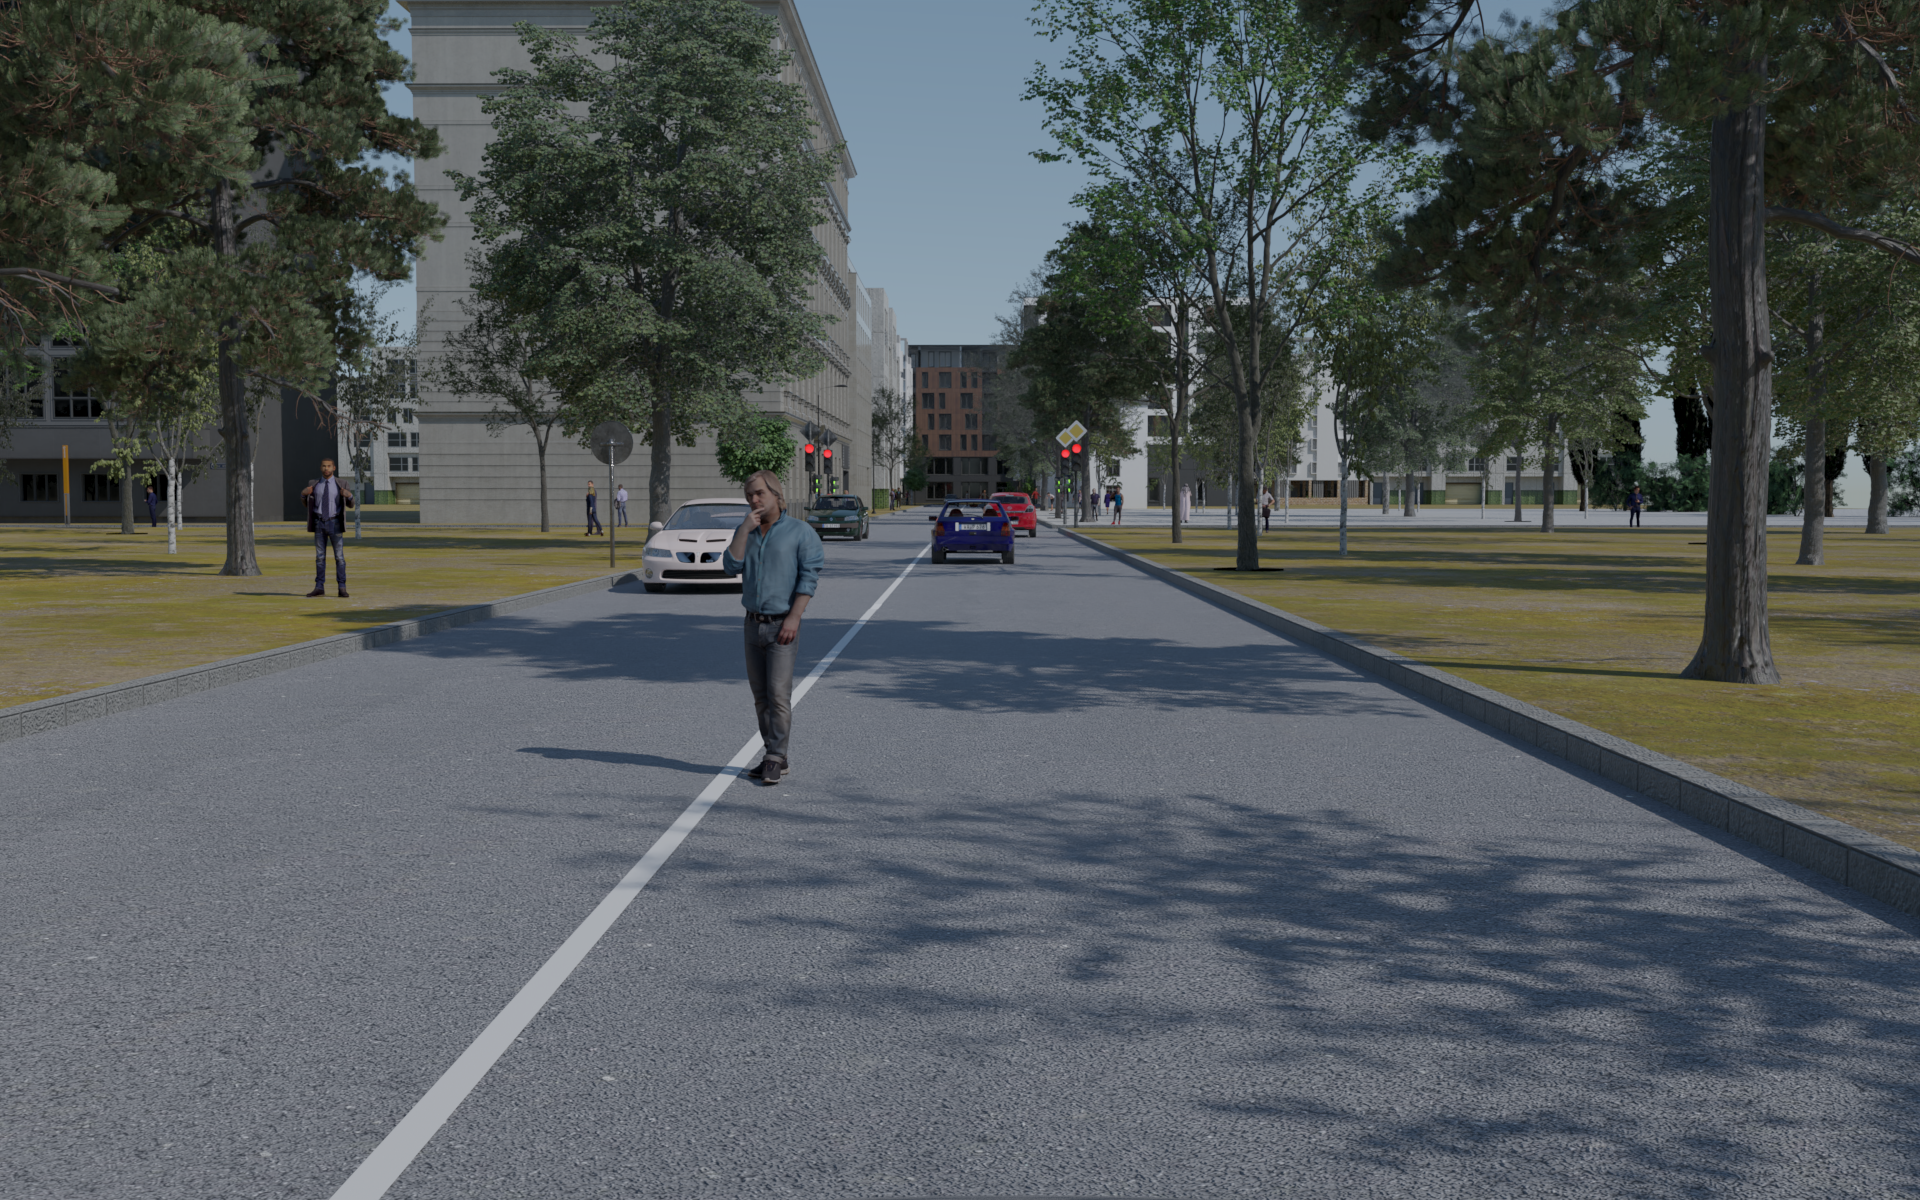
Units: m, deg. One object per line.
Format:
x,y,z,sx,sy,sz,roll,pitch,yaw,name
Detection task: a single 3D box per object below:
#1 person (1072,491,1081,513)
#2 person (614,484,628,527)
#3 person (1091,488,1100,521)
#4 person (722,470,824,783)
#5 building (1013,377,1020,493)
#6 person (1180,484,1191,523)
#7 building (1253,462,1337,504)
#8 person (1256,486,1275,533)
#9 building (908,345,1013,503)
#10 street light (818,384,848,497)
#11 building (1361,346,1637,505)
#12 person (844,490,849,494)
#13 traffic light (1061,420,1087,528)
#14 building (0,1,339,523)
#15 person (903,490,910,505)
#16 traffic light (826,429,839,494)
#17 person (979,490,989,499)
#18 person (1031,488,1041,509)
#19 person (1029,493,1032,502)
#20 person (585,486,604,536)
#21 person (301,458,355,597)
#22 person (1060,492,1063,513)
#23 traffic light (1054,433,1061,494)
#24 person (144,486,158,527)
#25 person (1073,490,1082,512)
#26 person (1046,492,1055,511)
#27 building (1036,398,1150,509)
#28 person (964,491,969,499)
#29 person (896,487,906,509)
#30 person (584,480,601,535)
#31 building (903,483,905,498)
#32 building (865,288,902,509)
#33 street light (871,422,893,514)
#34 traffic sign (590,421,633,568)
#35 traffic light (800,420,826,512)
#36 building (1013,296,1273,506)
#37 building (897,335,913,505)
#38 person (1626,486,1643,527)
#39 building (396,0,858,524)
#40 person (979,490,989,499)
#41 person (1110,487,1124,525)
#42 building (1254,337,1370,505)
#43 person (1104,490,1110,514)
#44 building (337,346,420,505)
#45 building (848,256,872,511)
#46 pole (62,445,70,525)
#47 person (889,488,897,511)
7.923,-6.647,116.926,0.569,1.553,0.471,3,5,39,person
-13.938,-3.826,70.916,0.599,1.838,0.709,2,4,34,person
6.355,-4.449,81.000,0.471,1.553,0.569,-3,5,-43,person
-0.940,0.121,8.728,0.429,1.552,0.499,-3,5,-39,person
14.755,-22.090,217.585,16.016,20.091,11.380,0,4,1,building
9.988,-4.286,76.791,0.551,1.740,0.621,-1,4,-8,person
52.502,-22.912,241.076,31.486,18.905,16.747,0,4,1,building
10.125,-3.010,57.460,0.614,1.554,0.590,1,4,9,person
8.800,-24.664,247.231,32.646,21.610,27.936,0,4,1,building
-5.456,-6.175,73.498,1.470,5.913,1.316,0,4,1,street light
64.958,-21.325,215.121,31.486,18.905,16.747,0,4,1,building
-4.312,-3.360,65.494,0.319,1.574,0.516,0,4,-3,person
4.344,-4.639,65.099,0.839,4.213,0.868,0,4,1,traffic light
-43.387,-17.525,80.043,24.014,27.812,14.314,0,4,1,building
-6.191,-11.909,201.479,0.721,1.743,1.217,3,5,41,person
-5.546,-5.132,73.156,0.839,4.213,0.868,0,4,1,traffic light
2.308,-9.900,170.327,1.348,1.831,0.705,3,5,41,person
6.571,-8.795,149.780,0.705,1.831,1.348,3,5,43,person
7.057,-10.242,174.297,0.742,1.727,0.445,3,5,44,person
-11.083,-2.682,52.430,0.613,1.512,0.480,0,4,-4,person
-7.832,-0.892,21.452,0.655,1.722,0.431,0,4,-3,person
6.715,-6.627,115.863,0.415,1.643,0.593,0,4,1,person
4.415,-5.128,73.084,0.839,4.213,0.868,0,4,1,traffic light
-32.830,-3.733,70.238,0.504,1.737,0.576,-1,4,-19,person
8.197,-6.767,118.636,0.963,1.587,0.435,0,4,5,person
6.832,-7.456,131.134,0.628,1.438,0.799,0,4,8,person
12.152,-13.670,165.652,9.099,9.664,28.070,0,4,1,building
0.797,-11.878,202.714,0.705,1.824,1.348,-1,4,-20,person
-5.359,-8.920,151.516,1.348,1.869,0.705,0,4,-8,person
-11.555,-2.900,54.374,0.530,1.710,0.541,-1,4,-10,person
-23.602,-22.951,241.705,31.486,18.905,16.747,0,4,1,building
-14.766,-18.229,164.494,16.747,18.905,31.486,0,4,1,building
-5.038,-8.526,111.937,1.470,5.913,1.316,0,4,1,street light
-6.053,-1.834,30.095,0.768,2.556,0.104,0,4,5,traffic sign
-5.617,-4.644,65.171,0.839,4.213,0.868,0,4,1,traffic light
20.651,-21.501,195.514,27.936,21.610,32.646,0,4,1,building
-11.730,-21.989,215.947,11.380,20.091,16.016,0,4,1,building
26.819,-3.641,68.727,0.576,1.737,0.504,0,4,-7,person
-15.479,-19.544,95.959,17.030,29.872,44.131,0,4,1,building
2.220,-9.071,156.841,1.348,1.821,0.705,-3,5,-39,person
6.567,-3.969,72.811,0.647,1.594,0.662,1,4,20,person
43.503,-21.914,214.715,11.380,20.091,16.016,0,4,1,building
9.190,-6.123,108.517,0.453,1.535,0.546,-2,4,-30,person
-61.845,-21.370,215.860,31.486,18.905,16.747,0,4,1,building
-12.213,-16.684,127.529,10.420,20.320,16.860,0,4,1,building
-37.382,-4.807,72.445,0.158,3.312,0.155,0,3,0,pole
-5.181,-7.792,134.268,0.431,1.722,0.655,3,5,41,person
